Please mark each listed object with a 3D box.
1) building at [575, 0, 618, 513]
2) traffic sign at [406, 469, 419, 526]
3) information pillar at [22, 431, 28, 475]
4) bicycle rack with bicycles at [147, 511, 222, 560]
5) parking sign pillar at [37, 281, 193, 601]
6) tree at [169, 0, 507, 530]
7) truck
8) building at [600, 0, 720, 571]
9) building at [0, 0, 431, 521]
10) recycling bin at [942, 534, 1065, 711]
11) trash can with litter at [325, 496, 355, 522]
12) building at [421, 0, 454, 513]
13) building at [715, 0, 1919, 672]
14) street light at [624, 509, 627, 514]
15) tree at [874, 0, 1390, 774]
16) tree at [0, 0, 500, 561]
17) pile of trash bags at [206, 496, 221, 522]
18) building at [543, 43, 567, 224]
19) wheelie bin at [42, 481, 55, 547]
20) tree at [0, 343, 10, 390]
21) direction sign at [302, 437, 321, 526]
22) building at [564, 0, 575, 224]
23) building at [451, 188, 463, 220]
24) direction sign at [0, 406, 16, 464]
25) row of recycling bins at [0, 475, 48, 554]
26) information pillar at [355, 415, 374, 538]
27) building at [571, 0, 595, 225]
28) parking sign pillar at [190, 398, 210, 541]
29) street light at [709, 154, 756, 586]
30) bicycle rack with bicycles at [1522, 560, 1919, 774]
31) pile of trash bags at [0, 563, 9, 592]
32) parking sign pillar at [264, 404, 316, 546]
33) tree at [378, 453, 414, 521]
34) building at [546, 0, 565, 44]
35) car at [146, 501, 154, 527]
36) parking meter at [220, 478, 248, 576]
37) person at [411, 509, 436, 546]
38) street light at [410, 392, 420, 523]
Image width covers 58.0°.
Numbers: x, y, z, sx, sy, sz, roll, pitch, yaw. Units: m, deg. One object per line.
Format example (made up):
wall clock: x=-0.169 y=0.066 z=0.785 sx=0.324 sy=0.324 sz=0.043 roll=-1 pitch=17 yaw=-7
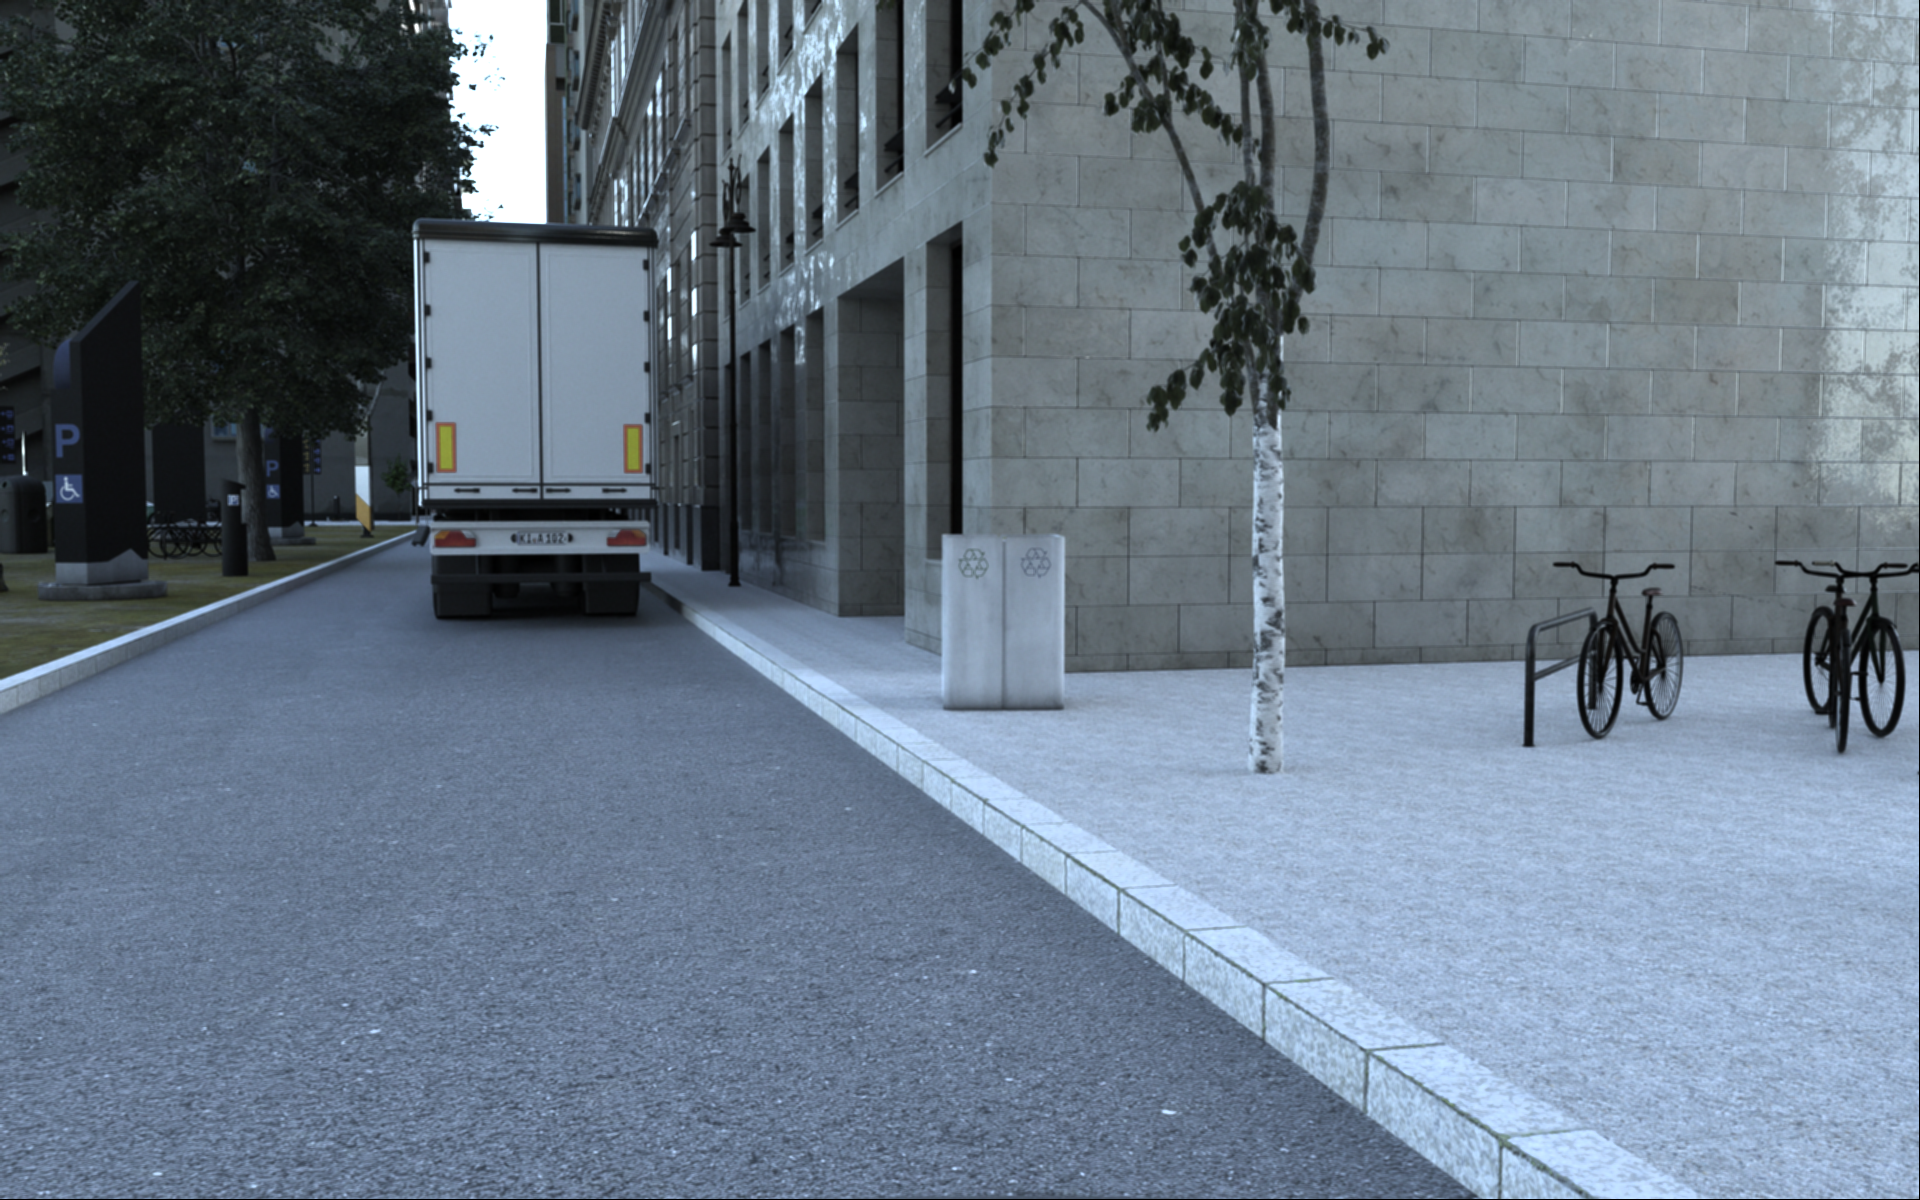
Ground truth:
building: x=-8.116 y=-12.114 z=62.694 sx=10.561 sy=19.102 sz=19.286 roll=-1 pitch=4 yaw=-14
traffic sign: x=-21.810 y=-4.027 z=69.480 sx=0.795 sy=2.450 sz=0.064 roll=-1 pitch=4 yaw=-14
information pillar: x=-34.695 y=-4.462 z=64.308 sx=0.183 sy=3.616 sz=0.504 roll=-2 pitch=4 yaw=-35
bicycle rack with bicycles: x=-15.513 y=-1.322 z=34.997 sx=2.925 sy=0.926 sz=2.852 roll=-2 pitch=4 yaw=-34
parking sign pillar: x=-10.607 y=-2.010 z=21.338 sx=1.447 sy=3.967 sz=1.447 roll=0 pitch=4 yaw=6
tree: x=-21.798 y=-12.469 z=59.750 sx=12.611 sy=20.169 sz=13.585 roll=0 pitch=3 yaw=0
truck: x=-5.819 y=-2.105 z=23.335 sx=2.839 sy=4.237 sz=11.283 roll=-1 pitch=4 yaw=-15
building: x=-1.857 y=-14.918 z=41.174 sx=12.463 sy=27.353 sz=25.104 roll=-1 pitch=4 yaw=-14
building: x=-39.531 y=-28.512 z=89.867 sx=21.300 sy=48.544 sz=21.600 roll=-1 pitch=4 yaw=-14
recycling bin: x=0.254 y=0.120 z=10.596 sx=0.722 sy=1.027 sz=0.722 roll=0 pitch=4 yaw=-1
trash can with litter: x=-29.063 y=-4.260 z=80.708 sx=1.678 sy=1.210 sz=2.233 roll=-2 pitch=4 yaw=-32
building: x=-47.557 y=-30.780 z=122.861 sx=23.786 sy=49.044 sz=30.456 roll=-1 pitch=4 yaw=-14
building: x=3.164 y=-10.171 z=21.053 sx=10.420 sy=20.320 sz=16.860 roll=-1 pitch=4 yaw=-14
street light: x=-9.237 y=-4.573 z=47.550 sx=0.468 sy=5.910 sz=1.993 roll=-1 pitch=4 yaw=-14
tree: x=1.180 y=-3.509 z=7.740 sx=4.360 sy=8.622 sz=3.978 roll=0 pitch=3 yaw=0
tree: x=-13.524 y=-7.715 z=32.801 sx=9.857 sy=13.997 sz=8.962 roll=0 pitch=3 yaw=0
pile of trash bags: x=-34.530 y=-4.316 z=80.315 sx=3.447 sy=1.369 sz=1.912 roll=0 pitch=4 yaw=8
building: x=-33.739 y=-31.881 z=171.371 sx=14.600 sy=45.320 sz=14.200 roll=-1 pitch=4 yaw=-14
wheelie bin: x=-22.013 y=-2.086 z=42.022 sx=0.980 sy=1.594 sz=0.693 roll=1 pitch=4 yaw=19
tree: x=-30.155 y=-6.128 z=50.548 sx=4.360 sy=8.622 sz=3.978 roll=0 pitch=3 yaw=0
direction sign: x=-25.690 y=-4.690 z=68.685 sx=0.876 sy=3.537 sz=0.379 roll=1 pitch=4 yaw=21
building: x=-22.605 y=-27.377 z=131.210 sx=14.154 sy=41.232 sz=14.086 roll=-1 pitch=4 yaw=-14
building: x=-51.823 y=-23.462 z=155.313 sx=14.160 sy=30.474 sz=14.107 roll=-1 pitch=4 yaw=-14
direction sign: x=-24.755 y=-3.212 z=44.515 sx=0.876 sy=3.537 sz=0.379 roll=-2 pitch=4 yaw=-34
row of recycling bins: x=-21.040 y=-1.918 z=38.479 sx=1.069 sy=1.692 sz=3.534 roll=-3 pitch=4 yaw=-38
information pillar: x=-17.630 y=-3.659 z=51.181 sx=0.504 sy=3.616 sz=0.183 roll=1 pitch=4 yaw=17
building: x=-9.782 y=-28.678 z=92.590 sx=21.600 sy=48.544 sz=21.300 roll=-1 pitch=4 yaw=-14
parking sign pillar: x=-21.383 y=-3.605 z=47.419 sx=1.447 sy=3.967 sz=1.447 roll=-1 pitch=4 yaw=-23
street light: x=-3.143 y=-3.131 z=23.978 sx=0.468 sy=5.910 sz=1.993 roll=-1 pitch=4 yaw=-14
bicycle rack with bicycles: x=4.289 y=0.258 z=9.169 sx=2.852 sy=0.926 sz=2.925 roll=2 pitch=4 yaw=31
pile of trash bags: x=-13.026 y=-0.701 z=21.219 sx=1.912 sy=1.369 sz=3.447 roll=-1 pitch=4 yaw=-15
parking sign pillar: x=-17.015 y=-3.370 z=43.580 sx=1.447 sy=3.967 sz=1.447 roll=0 pitch=4 yaw=3
tree: x=-26.263 y=-5.312 z=81.450 sx=1.663 sy=3.219 sz=1.824 roll=0 pitch=3 yaw=0
building: x=-46.998 y=-49.276 z=243.917 sx=20.611 sy=71.187 sz=20.563 roll=-1 pitch=4 yaw=-14
car: x=-33.689 y=-3.548 z=69.807 sx=4.920 sy=1.459 sz=2.131 roll=-1 pitch=4 yaw=-14
parking meter: x=-11.368 y=-1.145 z=27.124 sx=0.372 sy=1.533 sz=0.369 roll=0 pitch=3 yaw=0
person: x=-14.637 y=-2.416 z=48.227 sx=0.699 sy=1.804 sz=1.509 roll=2 pitch=4 yaw=35
street light: x=-24.261 y=-6.391 z=77.276 sx=0.468 sy=5.910 sz=1.993 roll=-1 pitch=4 yaw=-14
